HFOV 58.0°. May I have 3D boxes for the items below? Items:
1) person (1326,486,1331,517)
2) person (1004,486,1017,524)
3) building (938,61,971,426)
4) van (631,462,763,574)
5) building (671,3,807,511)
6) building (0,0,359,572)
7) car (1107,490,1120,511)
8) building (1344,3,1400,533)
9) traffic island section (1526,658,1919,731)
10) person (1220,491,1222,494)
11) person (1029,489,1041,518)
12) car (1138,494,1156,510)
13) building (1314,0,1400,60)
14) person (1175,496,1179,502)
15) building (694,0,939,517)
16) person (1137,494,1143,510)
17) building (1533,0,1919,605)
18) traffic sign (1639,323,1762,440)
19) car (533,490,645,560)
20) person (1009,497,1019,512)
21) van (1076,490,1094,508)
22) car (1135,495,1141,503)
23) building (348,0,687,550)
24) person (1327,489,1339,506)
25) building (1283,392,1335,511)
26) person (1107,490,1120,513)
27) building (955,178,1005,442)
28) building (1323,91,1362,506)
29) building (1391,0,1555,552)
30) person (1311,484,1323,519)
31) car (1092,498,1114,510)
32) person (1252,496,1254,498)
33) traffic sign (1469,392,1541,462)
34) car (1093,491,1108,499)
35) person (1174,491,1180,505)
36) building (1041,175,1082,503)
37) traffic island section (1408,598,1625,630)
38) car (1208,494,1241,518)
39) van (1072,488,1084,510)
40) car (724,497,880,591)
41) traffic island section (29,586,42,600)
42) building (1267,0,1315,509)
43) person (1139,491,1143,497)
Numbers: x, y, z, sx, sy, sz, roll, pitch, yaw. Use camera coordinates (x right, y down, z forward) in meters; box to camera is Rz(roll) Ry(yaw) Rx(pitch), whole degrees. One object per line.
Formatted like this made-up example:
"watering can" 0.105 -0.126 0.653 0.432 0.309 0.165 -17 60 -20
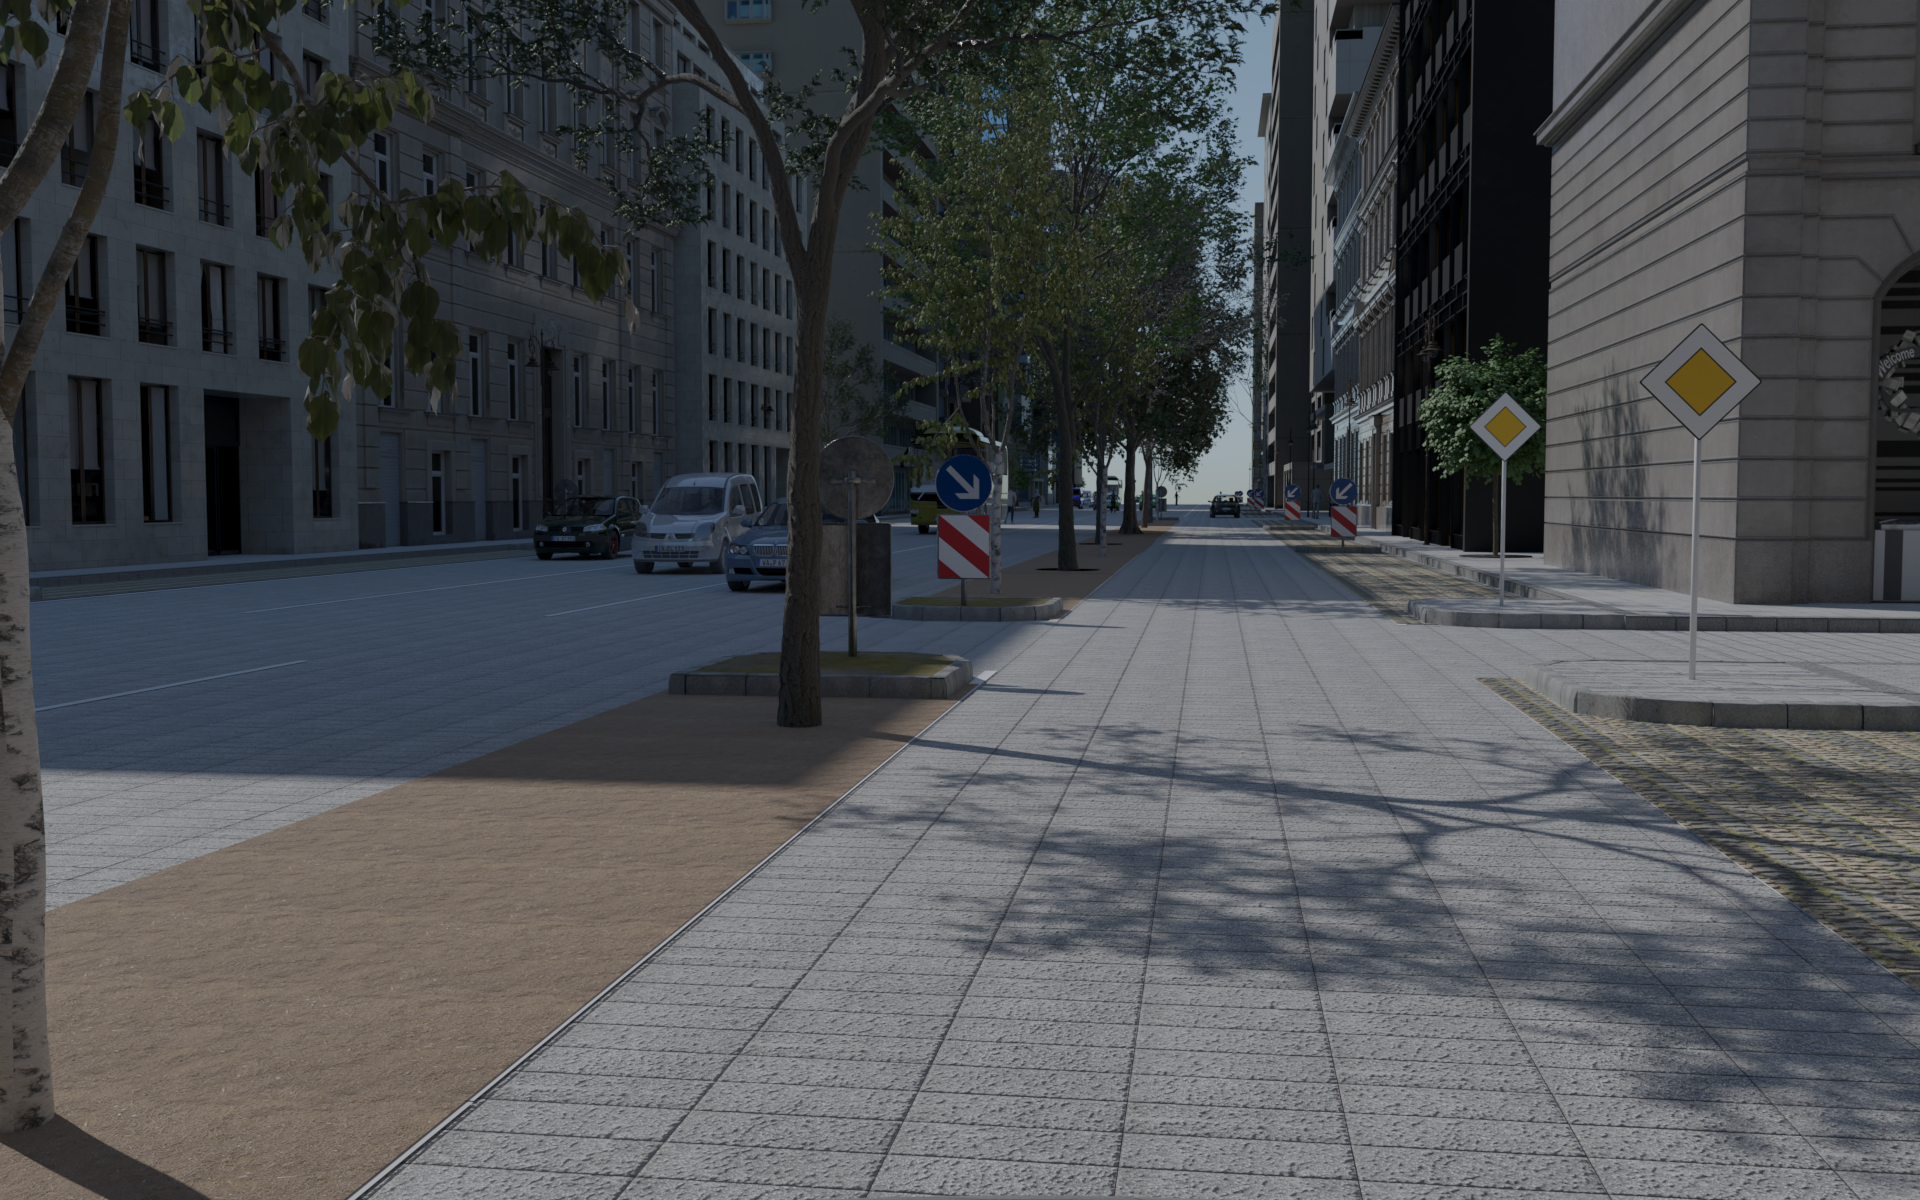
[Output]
"person" 20.530 -5.420 95.378 0.721 1.735 1.217 -2 4 -25
"person" 2.422 -4.620 83.877 0.661 1.843 0.795 1 4 19
"building" -11.120 -29.321 134.031 22.147 44.769 28.867 1 4 8
"van" -4.858 -1.556 32.452 2.013 2.044 4.112 0 4 7
"building" -13.429 -13.326 72.636 10.420 20.320 16.860 1 4 8
"building" -20.028 -10.796 31.267 10.420 20.320 16.860 1 4 8
"car" 12.821 -8.572 148.945 1.959 1.807 4.718 0 4 6
"building" 19.805 -12.078 62.100 10.561 19.102 19.286 1 4 8
"traffic island section" 5.103 0.631 11.964 2.009 0.180 2.903 1 4 8
"person" 28.390 -11.006 189.234 0.721 1.735 1.217 -2 4 -23
"person" 4.539 -5.824 104.459 0.721 1.736 1.217 -2 4 -32
"car" 16.755 -8.829 153.153 1.959 1.807 4.718 0 4 8
"building" 36.779 -31.848 109.955 28.713 52.752 27.495 1 4 8
"person" 31.110 -14.634 248.208 0.568 1.767 0.683 0 4 -3
"building" -13.519 -29.670 108.812 21.300 48.544 21.600 1 4 8
"person" 15.394 -8.323 145.302 1.217 1.743 0.721 -1 4 -21
"building" 21.254 -11.118 23.580 24.055 21.916 13.314 1 4 8
"traffic sign" 5.079 -0.593 11.885 0.795 2.593 0.064 1 4 8
"car" -8.238 -1.792 39.080 2.009 1.686 4.222 0 4 7
"person" 4.028 -7.703 135.134 1.217 1.739 0.721 2 4 24
"van" 13.366 -10.922 185.582 2.013 2.044 4.112 1 4 9
"car" 25.259 -14.064 242.528 1.945 1.354 3.894 0 4 7
"building" -17.715 -15.573 51.881 12.463 27.353 25.104 1 4 8
"person" 16.087 -4.163 74.291 0.473 1.802 0.592 -2 4 -32
"building" 36.246 -42.562 134.135 20.563 71.187 20.611 1 4 8
"person" 11.606 -7.467 131.300 1.217 1.735 0.721 1 4 17
"building" -3.791 -23.448 155.075 14.160 30.474 14.107 1 4 8
"building" 23.741 -15.064 82.454 11.583 22.565 21.152 1 4 8
"building" 18.366 -13.137 44.467 12.332 23.373 15.834 1 4 8
"person" 18.434 -5.082 89.326 0.606 1.804 0.583 1 4 19
"car" 12.894 -8.783 155.601 2.014 1.417 4.499 0 4 7
"person" 37.165 -13.069 219.665 0.705 1.831 1.348 0 4 7
"traffic sign" 6.232 -1.076 19.787 0.795 2.593 0.064 1 4 8
"car" 16.272 -11.775 201.199 2.281 1.827 5.304 1 4 9
"person" 27.569 -12.945 220.167 0.705 1.822 1.348 -2 4 -24
"building" 9.846 -36.296 243.546 14.600 45.320 14.200 1 4 8
"traffic island section" 6.257 0.148 19.866 2.009 0.180 2.903 1 4 8
"car" 16.021 -5.810 104.784 2.009 1.686 4.222 0 4 6
"van" 10.497 -9.644 162.071 2.240 2.365 5.245 0 4 7
"car" -2.293 -0.915 26.968 2.014 1.417 4.499 1 4 10
"traffic island section" -13.574 -0.029 22.755 2.009 0.180 2.903 1 4 8
"building" 39.110 -32.577 156.332 21.300 48.544 21.600 1 4 8
"person" 20.436 -11.424 195.151 0.599 1.838 0.709 -1 4 -20
